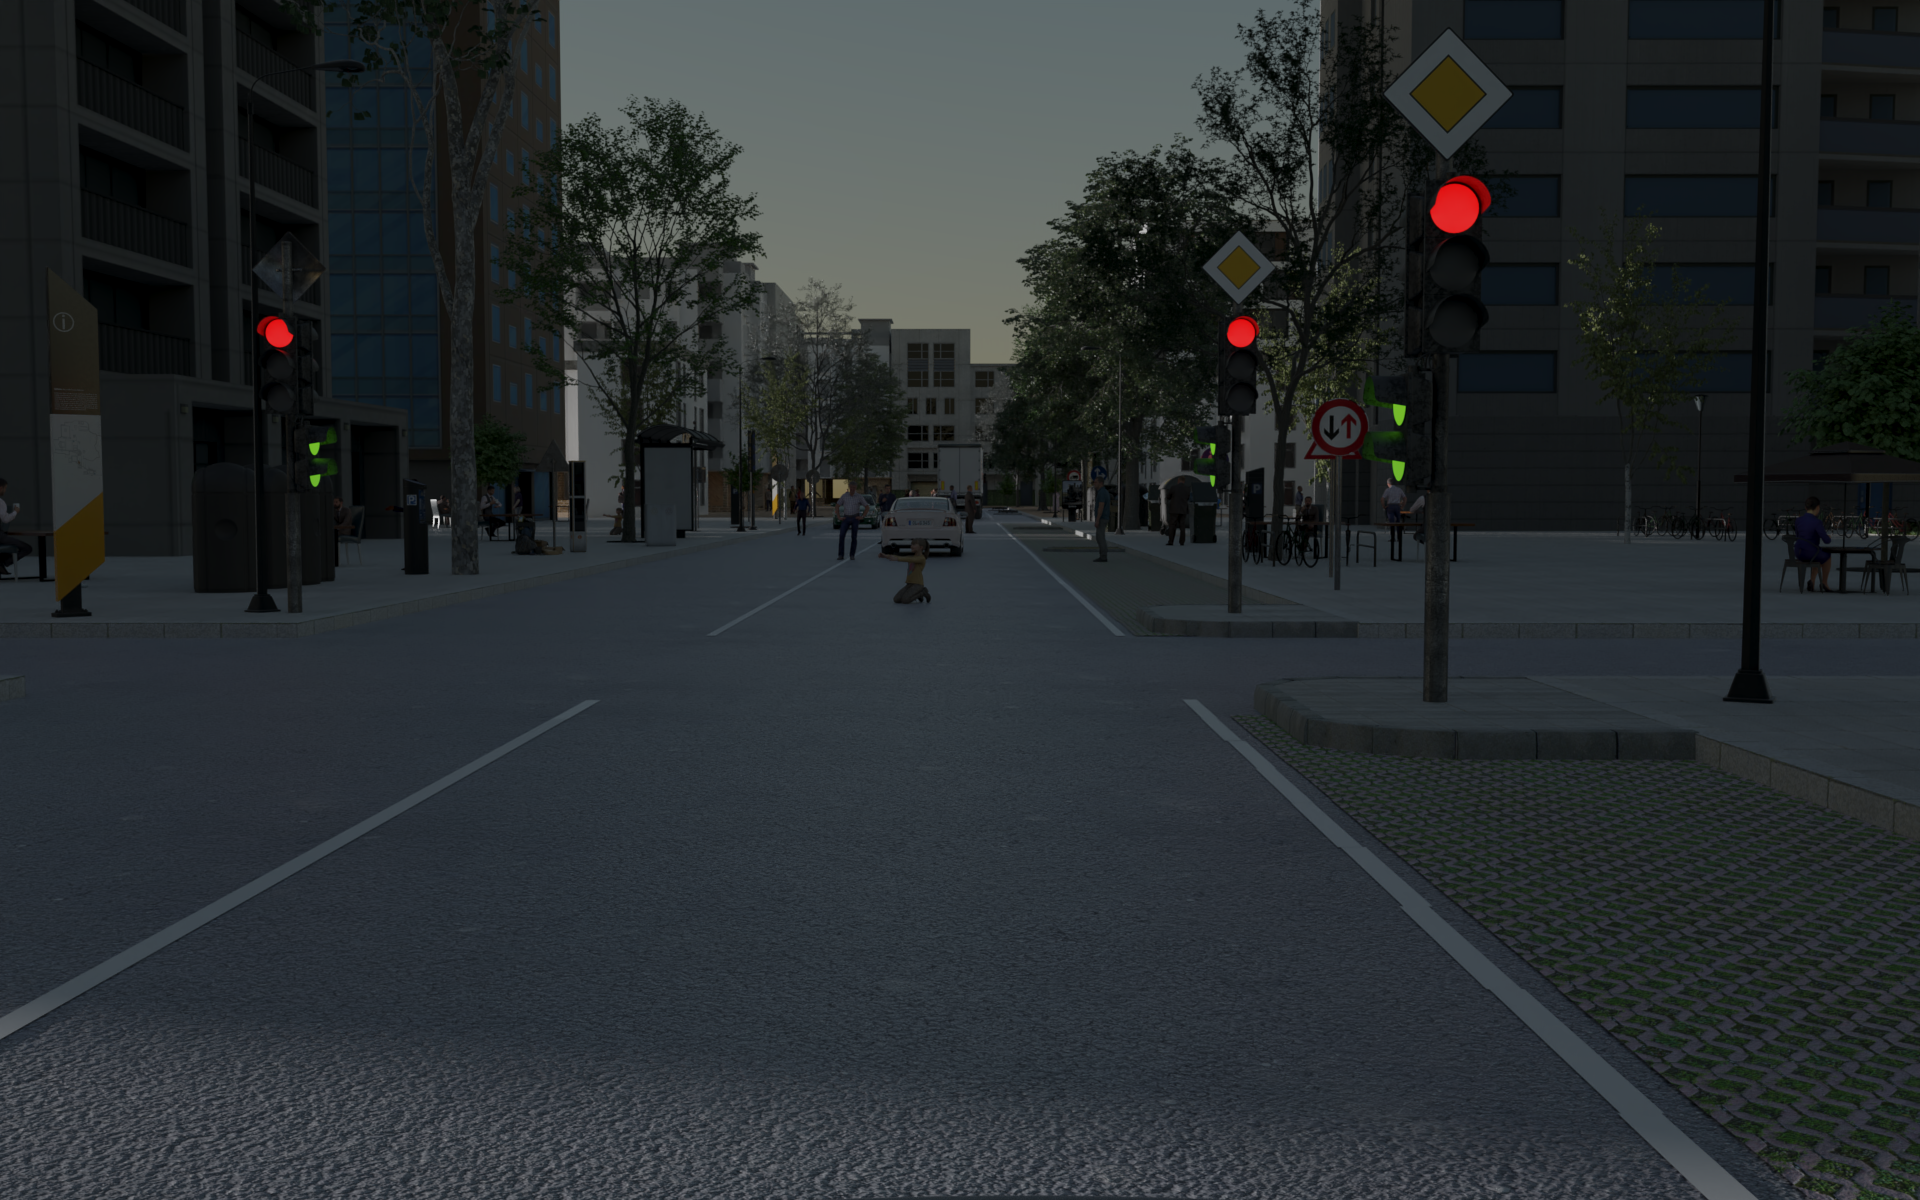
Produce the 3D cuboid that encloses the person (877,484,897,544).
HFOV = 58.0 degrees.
[{"bbox_3d":[-2.074,-2.464,49.709,0.541,1.710,0.530,2,4,32],"label":"person"}]

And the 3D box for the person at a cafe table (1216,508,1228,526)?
[{"bbox_3d":[9.523,-3.548,68.873,1.726,1.238,1.698,2,4,29],"label":"person at a cafe table"}]

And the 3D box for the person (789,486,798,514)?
[{"bbox_3d":[-10.580,-6.332,109.666,0.705,1.812,1.348,1,4,18],"label":"person"}]

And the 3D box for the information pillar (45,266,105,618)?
[{"bbox_3d":[-9.240,-1.634,18.076,0.504,3.616,0.183,-3,5,-44],"label":"information pillar"}]

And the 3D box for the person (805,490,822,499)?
[{"bbox_3d":[-11.279,-7.797,133.153,1.348,1.869,0.705,-1,4,-15],"label":"person"}]

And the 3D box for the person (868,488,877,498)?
[{"bbox_3d":[-8.002,-9.211,156.718,0.705,1.814,1.350,2,4,33],"label":"person"}]

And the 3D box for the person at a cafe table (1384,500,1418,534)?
[{"bbox_3d":[14.549,-2.756,55.915,1.726,1.238,1.698,3,4,37],"label":"person at a cafe table"}]

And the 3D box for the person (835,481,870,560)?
[{"bbox_3d":[-2.379,-1.736,37.819,0.756,1.711,0.436,1,4,12],"label":"person"}]

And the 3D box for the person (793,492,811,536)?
[{"bbox_3d":[-5.529,-2.972,59.784,0.574,1.496,0.600,3,5,41],"label":"person"}]

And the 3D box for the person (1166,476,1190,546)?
[{"bbox_3d":[5.430,-2.235,43.279,0.565,1.739,0.600,-3,4,-36],"label":"person"}]

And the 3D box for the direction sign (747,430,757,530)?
[{"bbox_3d":[-7.422,-4.264,61.716,0.379,3.537,0.876,1,4,9],"label":"direction sign"}]

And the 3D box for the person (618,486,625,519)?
[{"bbox_3d":[-17.439,-5.067,89.709,0.431,1.722,0.655,1,4,21],"label":"person"}]

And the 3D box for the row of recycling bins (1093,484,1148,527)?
[{"bbox_3d":[6.629,-3.831,69.743,1.069,1.692,3.534,-1,4,-17],"label":"row of recycling bins"}]

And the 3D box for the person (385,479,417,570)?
[{"bbox_3d":[-9.279,-1.263,29.066,0.453,1.535,0.546,3,5,43],"label":"person"}]

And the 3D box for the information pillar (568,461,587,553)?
[{"bbox_3d":[-8.416,-2.056,38.114,0.304,2.012,0.304,-2,4,-28],"label":"information pillar"}]

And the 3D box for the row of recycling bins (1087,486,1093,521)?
[{"bbox_3d":[6.630,-4.550,81.499,1.069,1.692,3.534,0,4,-6],"label":"row of recycling bins"}]

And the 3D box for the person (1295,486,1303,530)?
[{"bbox_3d":[12.112,-3.282,61.771,0.319,1.574,0.516,1,4,11],"label":"person"}]

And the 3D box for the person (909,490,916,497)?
[{"bbox_3d":[-1.584,-2.765,55.919,0.471,1.553,0.569,3,4,37],"label":"person"}]

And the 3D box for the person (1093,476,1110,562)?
[{"bbox_3d":[2.939,-1.696,36.364,0.434,1.807,0.598,2,4,25],"label":"person"}]

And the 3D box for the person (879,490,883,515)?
[{"bbox_3d":[-5.441,-6.781,120.281,0.541,1.710,0.530,-3,4,-36],"label":"person"}]

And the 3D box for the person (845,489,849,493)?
[{"bbox_3d":[-10.935,-9.773,166.278,0.683,1.767,0.568,-3,5,-43],"label":"person"}]

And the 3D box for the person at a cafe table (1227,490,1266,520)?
[{"bbox_3d":[13.117,-4.344,79.541,1.698,1.524,1.622,0,4,4],"label":"person at a cafe table"}]

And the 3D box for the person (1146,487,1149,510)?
[{"bbox_3d":[12.344,-6.637,115.233,0.621,1.740,0.551,1,4,19],"label":"person"}]

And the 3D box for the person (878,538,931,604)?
[{"bbox_3d":[-0.701,-0.384,22.705,0.695,0.859,0.347,-2,4,-34],"label":"person"}]

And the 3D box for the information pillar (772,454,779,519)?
[{"bbox_3d":[-9.491,-5.972,88.993,0.183,3.616,0.504,-2,4,-35],"label":"information pillar"}]

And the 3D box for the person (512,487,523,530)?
[{"bbox_3d":[-15.915,-3.322,62.570,0.471,1.553,0.569,1,4,15],"label":"person"}]

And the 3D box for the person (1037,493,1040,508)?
[{"bbox_3d":[7.116,-8.933,153.570,0.593,1.643,0.415,1,4,18],"label":"person"}]

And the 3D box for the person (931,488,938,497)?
[{"bbox_3d":[-1.304,-4.561,83.873,0.445,1.727,0.742,-2,4,-35],"label":"person"}]

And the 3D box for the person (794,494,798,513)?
[{"bbox_3d":[-11.034,-6.517,115.831,0.421,1.427,0.697,1,4,9],"label":"person"}]

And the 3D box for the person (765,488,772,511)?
[{"bbox_3d":[-14.263,-7.448,128.354,0.617,1.759,0.750,-2,4,-35],"label":"person"}]

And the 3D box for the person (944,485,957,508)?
[{"bbox_3d":[-0.450,-4.351,79.503,0.599,1.838,0.709,-1,4,-14],"label":"person"}]

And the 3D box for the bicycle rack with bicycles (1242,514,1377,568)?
[{"bbox_3d":[6.325,-1.090,31.212,2.852,0.926,2.925,0,4,4],"label":"bicycle rack with bicycles"}]

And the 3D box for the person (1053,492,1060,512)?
[{"bbox_3d":[6.714,-6.994,121.067,0.551,1.740,0.621,-3,5,-41],"label":"person"}]

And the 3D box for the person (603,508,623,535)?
[{"bbox_3d":[-10.777,-2.451,54.045,0.347,0.859,0.695,3,4,37],"label":"person"}]

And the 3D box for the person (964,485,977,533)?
[{"bbox_3d":[0.397,-3.304,63.072,0.434,1.755,0.990,-1,4,-18],"label":"person"}]

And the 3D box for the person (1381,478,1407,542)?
[{"bbox_3d":[11.644,-2.426,46.644,0.756,1.711,0.436,0,4,-6],"label":"person"}]

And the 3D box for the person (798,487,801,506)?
[{"bbox_3d":[-11.856,-7.430,127.464,0.705,1.831,1.348,0,4,1],"label":"person"}]

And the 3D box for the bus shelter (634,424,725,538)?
[{"bbox_3d":[-8.513,-3.597,52.732,2.014,3.302,5.546,0,3,0],"label":"bus shelter"}]

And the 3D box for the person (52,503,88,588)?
[{"bbox_3d":[-12.098,-1.067,23.619,0.434,1.807,0.598,1,4,9],"label":"person"}]

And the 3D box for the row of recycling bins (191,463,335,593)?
[{"bbox_3d":[-9.593,-1.039,24.104,1.069,1.692,3.534,0,4,0],"label":"row of recycling bins"}]

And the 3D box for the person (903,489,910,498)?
[{"bbox_3d":[-3.416,-6.073,108.309,0.721,1.766,1.217,2,4,25],"label":"person"}]

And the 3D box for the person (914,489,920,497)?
[{"bbox_3d":[-2.443,-5.729,102.882,0.721,1.743,1.217,1,4,9],"label":"person"}]
